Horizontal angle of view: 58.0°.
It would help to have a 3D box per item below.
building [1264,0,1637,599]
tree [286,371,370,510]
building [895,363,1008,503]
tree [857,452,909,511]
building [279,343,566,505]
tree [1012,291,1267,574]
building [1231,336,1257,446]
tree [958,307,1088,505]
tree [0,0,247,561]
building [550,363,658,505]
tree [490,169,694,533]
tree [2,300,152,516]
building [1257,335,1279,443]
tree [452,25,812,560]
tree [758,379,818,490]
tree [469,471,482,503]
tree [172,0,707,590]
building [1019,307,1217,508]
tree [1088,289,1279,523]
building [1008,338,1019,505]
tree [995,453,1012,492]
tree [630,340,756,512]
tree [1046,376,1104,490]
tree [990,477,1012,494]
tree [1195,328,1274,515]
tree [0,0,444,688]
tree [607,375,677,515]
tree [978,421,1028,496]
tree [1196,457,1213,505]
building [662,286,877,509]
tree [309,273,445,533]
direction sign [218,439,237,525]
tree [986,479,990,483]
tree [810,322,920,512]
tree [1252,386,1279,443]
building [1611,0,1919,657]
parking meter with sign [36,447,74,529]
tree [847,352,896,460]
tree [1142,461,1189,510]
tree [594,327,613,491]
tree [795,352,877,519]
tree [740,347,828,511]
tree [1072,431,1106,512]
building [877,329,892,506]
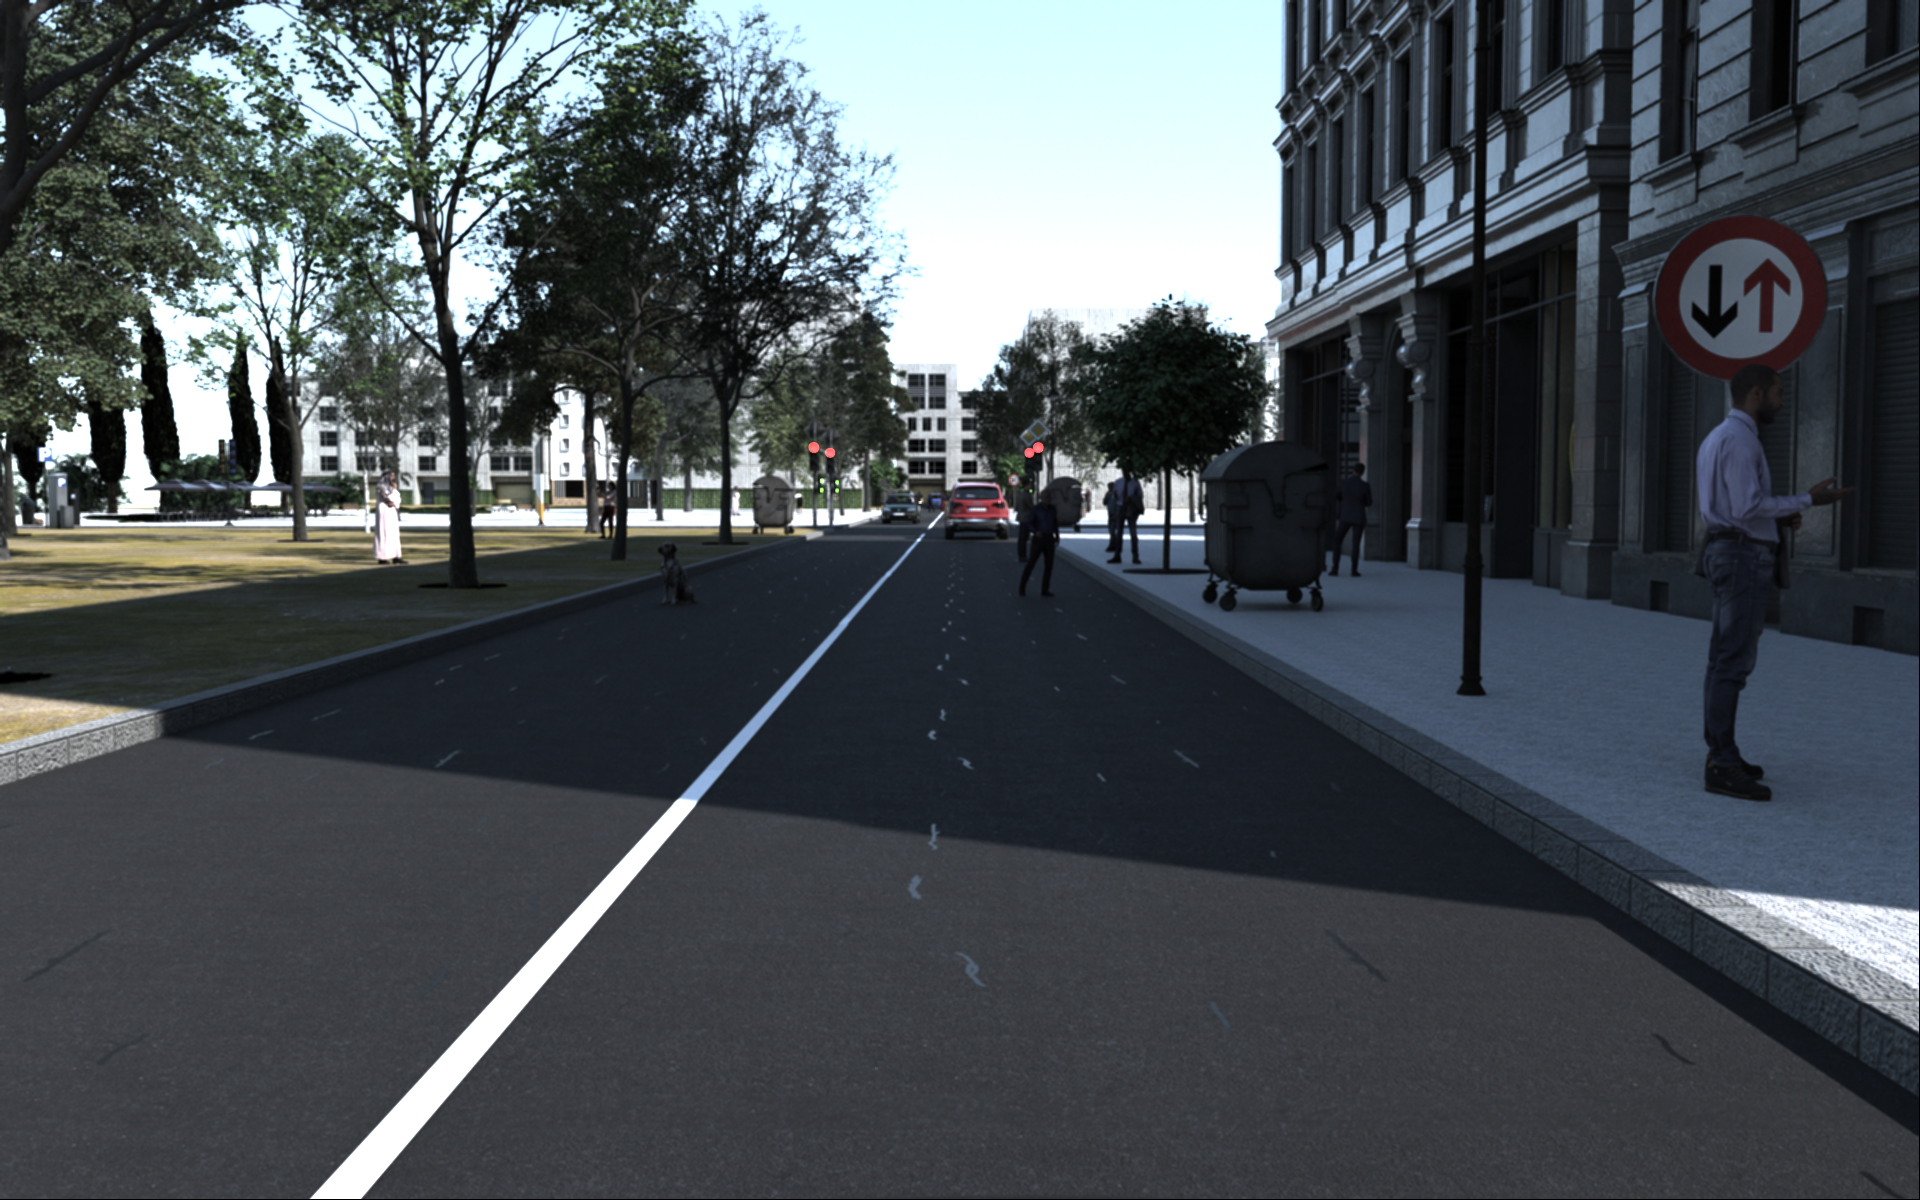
[{"bbox_3d":[12.052,-11.580,40.250,10.553,20.767,40.483,0,3,0],"label":"building"},{"bbox_3d":[-57.306,-14.493,138.778,13.155,14.587,18.604,2,4,29],"label":"tree"},{"bbox_3d":[7.060,-22.950,241.696,31.486,18.905,16.747,0,3,0],"label":"building"},{"bbox_3d":[-6.392,-9.226,134.559,4.285,4.588,4.351,0,3,0],"label":"tree"},{"bbox_3d":[-64.380,-21.118,211.738,31.486,18.905,16.747,0,3,0],"label":"building"},{"bbox_3d":[3.299,-2.724,28.243,4.285,4.588,4.351,0,3,0],"label":"tree"},{"bbox_3d":[29.005,-21.800,212.857,11.380,20.091,16.016,0,3,0],"label":"building"},{"bbox_3d":[4.301,-9.352,87.315,8.767,10.594,7.601,1,4,21],"label":"tree"},{"bbox_3d":[-18.858,-7.734,33.102,9.857,13.997,8.962,0,3,0],"label":"tree"},{"bbox_3d":[-42.948,-21.769,212.337,11.380,20.091,16.016,0,3,0],"label":"building"},{"bbox_3d":[-12.116,-8.223,56.509,6.751,12.117,7.091,0,3,0],"label":"tree"},{"bbox_3d":[-57.991,-13.158,116.962,18.604,14.587,13.155,1,4,11],"label":"tree"},{"bbox_3d":[41.316,-21.727,211.661,11.380,20.091,16.016,0,3,0],"label":"building"},{"bbox_3d":[-6.338,-6.063,33.547,7.601,10.594,8.767,0,4,0],"label":"tree"},{"bbox_3d":[-10.731,-9.714,109.185,4.737,8.622,4.395,0,3,0],"label":"tree"},{"bbox_3d":[-37.476,-8.415,132.186,1.663,3.219,1.824,0,3,0],"label":"tree"},{"bbox_3d":[-6.978,-5.975,23.447,9.928,11.665,9.643,0,3,0],"label":"tree"},{"bbox_3d":[15.081,-18.728,172.664,16.747,18.905,31.486,0,3,0],"label":"building"},{"bbox_3d":[10.576,-8.796,78.230,8.767,10.594,7.601,1,4,9],"label":"tree"},{"bbox_3d":[14.785,-20.650,204.091,16.747,18.905,31.486,0,3,0],"label":"building"},{"bbox_3d":[3.936,-8.558,123.630,4.285,4.588,4.351,0,3,0],"label":"tree"},{"bbox_3d":[-19.269,-13.148,121.628,9.857,13.997,8.962,0,3,0],"label":"tree"},{"bbox_3d":[7.148,-9.439,104.685,4.360,8.622,3.978,0,3,0],"label":"tree"},{"bbox_3d":[4.193,-9.850,155.643,1.663,3.219,1.824,0,3,0],"label":"tree"},{"bbox_3d":[15.177,-11.121,107.590,9.928,11.665,9.643,0,3,0],"label":"tree"},{"bbox_3d":[-6.681,-6.179,11.391,12.009,13.543,11.850,0,3,0],"label":"tree"},{"bbox_3d":[-18.788,-9.379,103.711,4.360,8.622,3.978,0,3,0],"label":"tree"},{"bbox_3d":[3.959,-12.093,148.082,4.360,8.622,3.978,0,3,0],"label":"tree"},{"bbox_3d":[17.665,-10.779,126.596,4.360,8.622,3.978,0,3,0],"label":"tree"},{"bbox_3d":[-17.167,-18.122,162.754,16.747,18.905,31.486,0,3,0],"label":"building"},{"bbox_3d":[-19.314,-6.505,56.711,4.360,8.622,3.978,0,3,0],"label":"tree"},{"bbox_3d":[-30.034,-4.835,71.054,0.876,3.537,0.379,1,4,19],"label":"direction sign"},{"bbox_3d":[3.262,-11.955,190.066,1.663,3.219,1.824,0,3,0],"label":"tree"},{"bbox_3d":[-6.758,-13.097,121.565,7.806,13.903,7.818,0,3,0],"label":"tree"},{"bbox_3d":[18.068,-8.779,93.902,4.360,8.622,3.978,0,3,0],"label":"tree"},{"bbox_3d":[12.246,-9.872,10.560,9.793,20.994,18.267,0,3,0],"label":"building"},{"bbox_3d":[-33.417,-4.148,64.088,1.738,3.016,0.543,2,4,35],"label":"parking meter with sign"},{"bbox_3d":[-7.170,-10.212,101.373,7.601,10.594,8.767,2,4,31],"label":"tree"},{"bbox_3d":[15.720,-13.089,136.064,6.751,12.117,7.091,0,3,0],"label":"tree"},{"bbox_3d":[-27.309,-17.304,138.806,12.611,20.169,13.585,0,3,0],"label":"tree"},{"bbox_3d":[-6.687,-8.547,90.106,4.360,8.622,3.978,0,3,0],"label":"tree"},{"bbox_3d":[-13.370,-13.217,134.221,7.486,12.596,7.792,0,3,0],"label":"tree"},{"bbox_3d":[9.665,-10.755,126.213,4.737,8.622,4.395,0,3,0],"label":"tree"},{"bbox_3d":[-16.651,-20.054,194.340,16.747,18.905,31.486,0,3,0],"label":"building"}]
